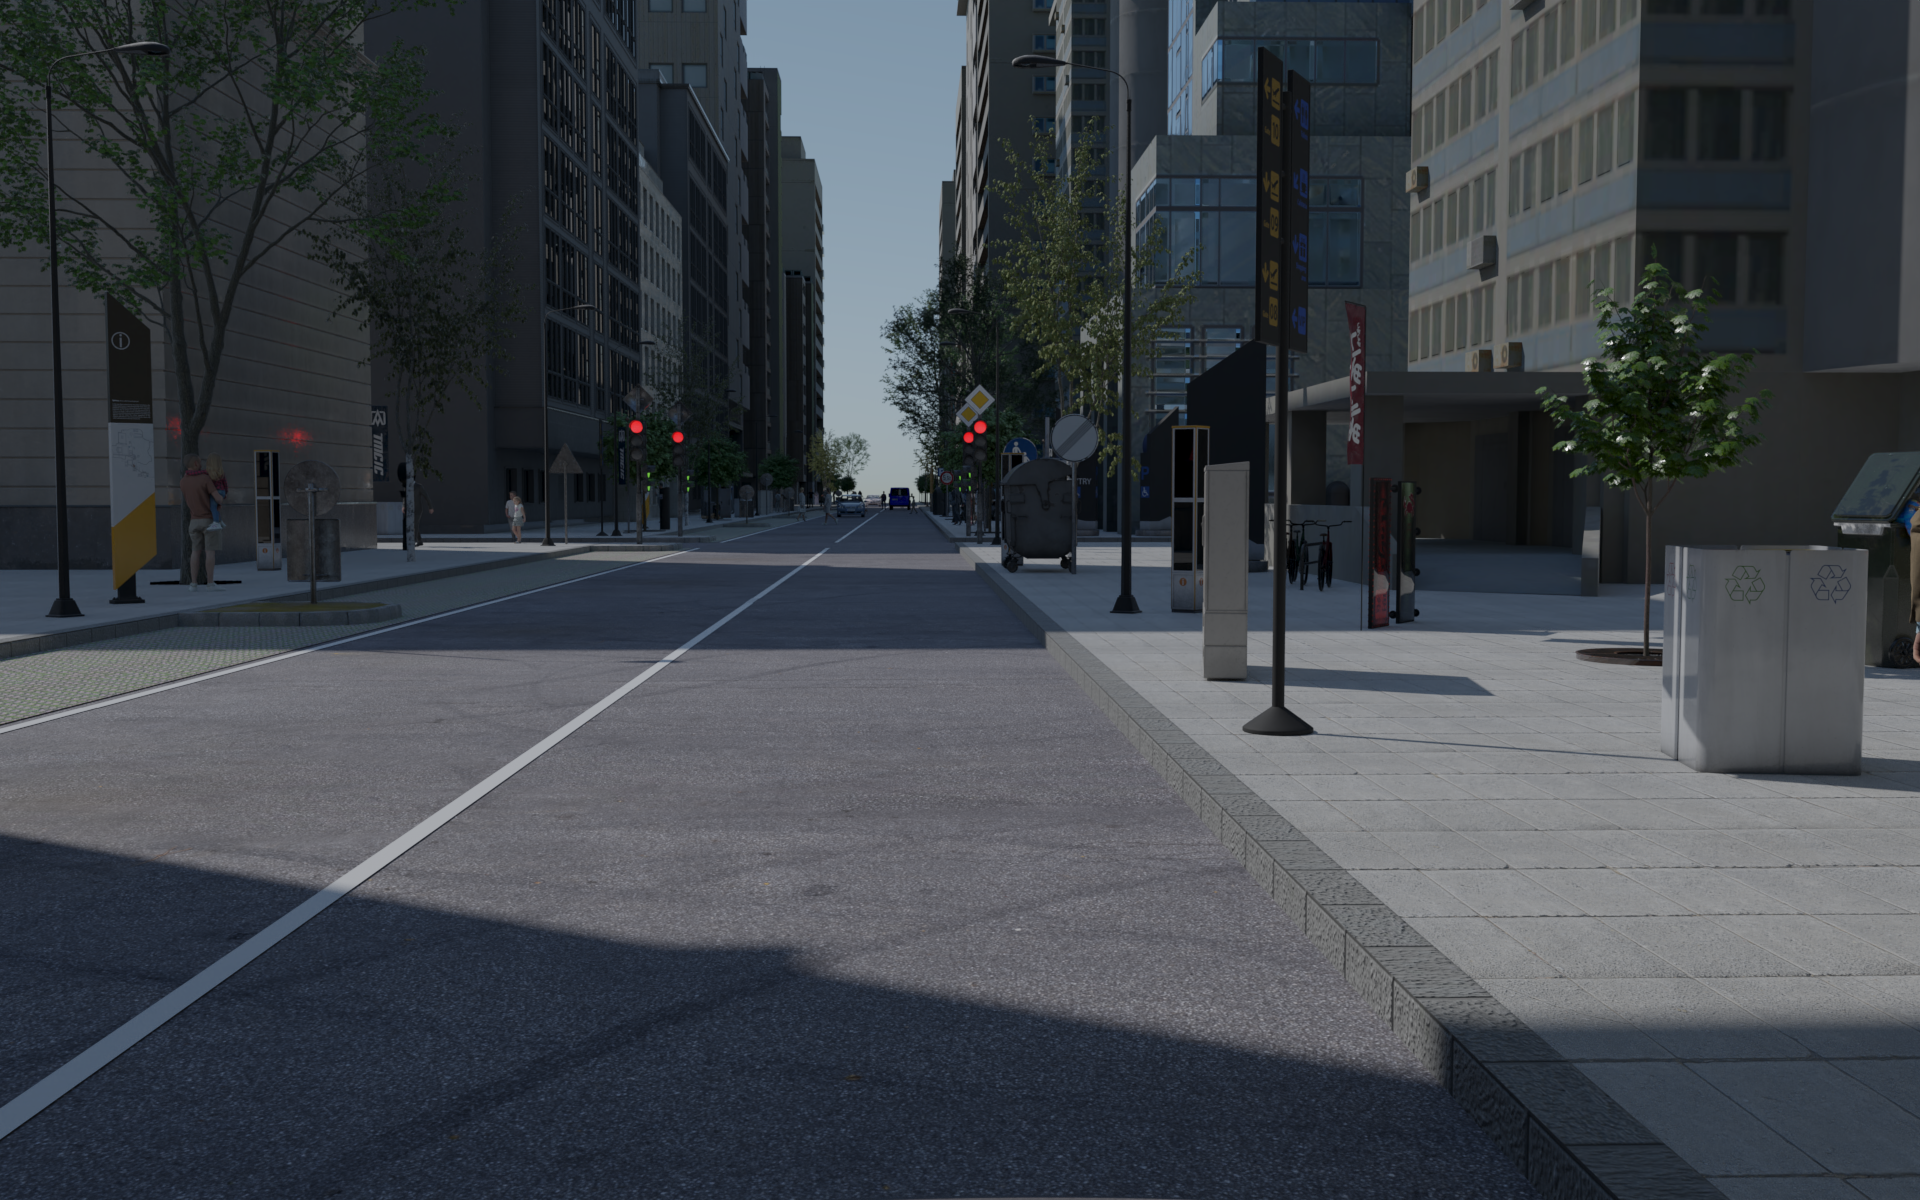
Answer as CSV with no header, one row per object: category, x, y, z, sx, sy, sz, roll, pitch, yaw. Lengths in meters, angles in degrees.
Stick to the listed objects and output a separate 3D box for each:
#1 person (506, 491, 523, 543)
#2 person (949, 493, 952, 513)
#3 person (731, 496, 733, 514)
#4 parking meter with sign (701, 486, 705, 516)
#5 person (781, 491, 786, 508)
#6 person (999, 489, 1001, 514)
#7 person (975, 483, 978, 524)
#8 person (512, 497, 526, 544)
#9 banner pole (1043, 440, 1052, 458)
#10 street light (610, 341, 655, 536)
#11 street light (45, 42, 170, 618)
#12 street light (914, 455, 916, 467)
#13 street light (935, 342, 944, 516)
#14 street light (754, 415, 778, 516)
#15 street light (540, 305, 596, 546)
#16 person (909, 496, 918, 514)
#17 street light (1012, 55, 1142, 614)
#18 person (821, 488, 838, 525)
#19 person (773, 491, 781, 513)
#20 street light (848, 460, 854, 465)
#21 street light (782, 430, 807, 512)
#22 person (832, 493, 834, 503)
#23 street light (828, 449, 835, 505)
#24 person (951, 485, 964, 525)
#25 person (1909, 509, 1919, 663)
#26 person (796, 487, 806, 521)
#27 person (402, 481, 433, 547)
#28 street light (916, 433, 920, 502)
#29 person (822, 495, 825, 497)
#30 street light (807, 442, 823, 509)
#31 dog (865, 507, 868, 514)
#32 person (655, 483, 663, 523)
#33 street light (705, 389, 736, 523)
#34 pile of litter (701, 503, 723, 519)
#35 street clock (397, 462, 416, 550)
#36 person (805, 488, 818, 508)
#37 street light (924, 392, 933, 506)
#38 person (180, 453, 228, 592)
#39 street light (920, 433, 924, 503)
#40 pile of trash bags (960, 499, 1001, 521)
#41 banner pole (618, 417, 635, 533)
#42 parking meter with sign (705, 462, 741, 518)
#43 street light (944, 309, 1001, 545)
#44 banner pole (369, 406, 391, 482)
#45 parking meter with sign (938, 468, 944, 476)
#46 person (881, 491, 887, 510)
person,-12.279,-2.250,47.883,0.503,1.515,0.523,-2,4,-35
person,-0.662,-6.924,119.357,0.635,1.810,0.391,0,4,-8
person,-14.595,-6.311,109.571,0.444,1.785,0.601,1,4,18
parking meter with sign,-14.032,-6.067,95.460,0.543,3.016,1.738,-2,4,-24
person,-16.003,-9.298,158.795,1.217,1.736,0.721,-3,5,-44
person,1.695,-3.605,65.252,0.678,1.792,0.850,0,4,-2
person,0.816,-4.154,74.312,0.624,1.780,0.694,1,4,16
person,-11.384,-2.070,44.897,0.505,1.210,0.382,3,5,40
banner pole,3.991,-5.465,79.363,0.401,3.779,0.863,-3,4,-38
street light,-9.922,-4.895,52.580,1.470,5.913,1.316,0,4,-2
street light,-8.823,-2.777,17.952,1.470,5.913,1.316,0,4,-2
street light,-3.100,-11.121,154.368,1.470,5.913,1.316,0,4,-2
street light,0.060,-4.920,52.984,1.470,5.913,1.316,0,4,-2
street light,-11.404,-7.904,101.772,1.470,5.913,1.316,0,4,-2
street light,-9.646,-4.289,42.665,1.470,5.913,1.316,0,4,-2
person,-3.337,-6.837,124.555,0.640,1.303,0.475,-1,4,-16
street light,1.254,-2.813,18.530,1.470,5.913,1.316,0,4,-2
person,-6.055,-4.345,80.293,0.760,1.731,0.466,-1,4,-9
person,-12.541,-6.736,118.771,0.523,1.515,0.503,1,4,14
street light,-15.703,-16.255,238.308,1.470,5.913,1.316,0,4,-2
street light,-12.323,-9.537,128.472,1.470,5.913,1.316,0,4,-2
person,-18.987,-15.527,260.718,0.445,1.727,0.742,1,4,16
street light,-13.761,-12.589,178.365,1.470,5.913,1.316,0,4,-2
person,-0.095,-3.990,71.705,0.534,1.772,0.576,1,4,16
person,2.603,0.110,4.158,0.656,1.842,0.836,3,5,42
person,-8.336,-5.019,90.917,0.624,1.780,0.694,-1,4,-14
person,-13.222,-2.207,41.899,0.659,1.850,0.755,1,4,21
street light,-2.348,-9.627,129.940,1.470,5.913,1.316,0,4,-2
person,-15.346,-11.571,195.681,0.568,1.767,0.683,0,4,0
street light,-13.021,-11.095,153.938,1.470,5.913,1.316,0,4,-2
dog,-6.808,-6.431,124.426,0.540,0.507,0.406,1,4,19
person,-13.519,-4.392,78.035,0.466,1.800,0.511,-1,4,-17
street light,-10.624,-6.390,77.009,1.470,5.913,1.316,0,4,-2
pile of litter,-12.758,-4.597,89.119,1.176,0.858,1.719,0,4,-5
street clock,-12.576,-2.131,39.412,0.358,2.002,0.471,1,4,9
person,-14.094,-9.646,163.763,1.348,1.822,0.705,0,4,3
street light,-0.768,-6.414,77.409,1.470,5.913,1.316,0,4,-2
person,-9.942,-1.030,22.854,0.580,1.828,0.573,-2,4,-34
street light,-1.431,-7.908,101.840,1.470,5.913,1.316,0,4,-2
pile of trash bags,1.470,-4.445,82.435,1.912,1.369,3.447,-3,5,-41
banner pole,-10.972,-4.076,56.661,0.401,3.779,0.863,-3,5,-40
parking meter with sign,-12.651,-5.913,92.936,1.738,3.016,0.543,-1,4,-10
street light,0.403,-4.344,43.561,1.470,5.913,1.316,0,4,-2
banner pole,-14.620,-3.245,43.081,0.863,3.779,0.401,-1,4,-22
parking meter with sign,-1.138,-7.250,114.803,0.543,3.016,1.738,0,4,-6
person,-6.845,-8.921,155.285,0.541,1.710,0.530,0,4,-1
